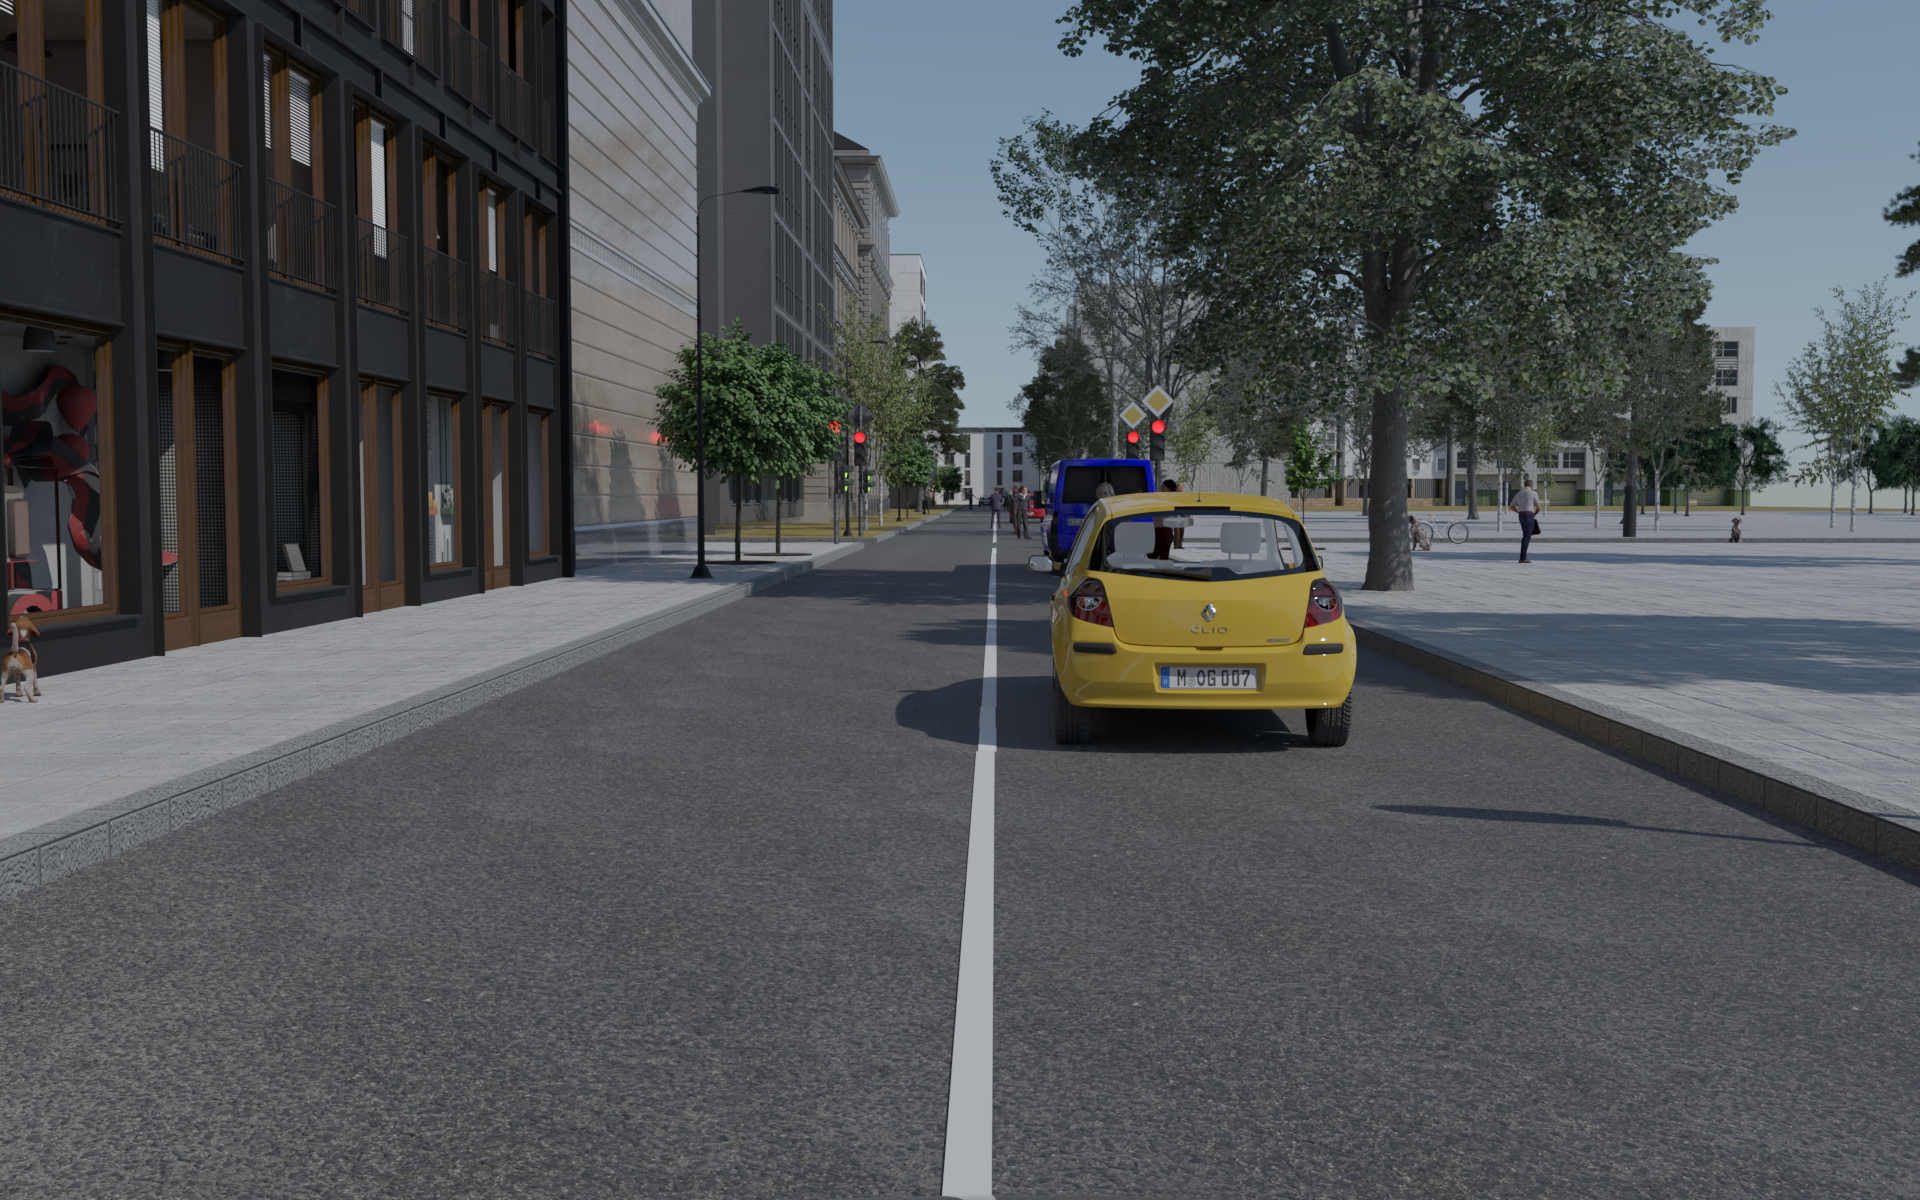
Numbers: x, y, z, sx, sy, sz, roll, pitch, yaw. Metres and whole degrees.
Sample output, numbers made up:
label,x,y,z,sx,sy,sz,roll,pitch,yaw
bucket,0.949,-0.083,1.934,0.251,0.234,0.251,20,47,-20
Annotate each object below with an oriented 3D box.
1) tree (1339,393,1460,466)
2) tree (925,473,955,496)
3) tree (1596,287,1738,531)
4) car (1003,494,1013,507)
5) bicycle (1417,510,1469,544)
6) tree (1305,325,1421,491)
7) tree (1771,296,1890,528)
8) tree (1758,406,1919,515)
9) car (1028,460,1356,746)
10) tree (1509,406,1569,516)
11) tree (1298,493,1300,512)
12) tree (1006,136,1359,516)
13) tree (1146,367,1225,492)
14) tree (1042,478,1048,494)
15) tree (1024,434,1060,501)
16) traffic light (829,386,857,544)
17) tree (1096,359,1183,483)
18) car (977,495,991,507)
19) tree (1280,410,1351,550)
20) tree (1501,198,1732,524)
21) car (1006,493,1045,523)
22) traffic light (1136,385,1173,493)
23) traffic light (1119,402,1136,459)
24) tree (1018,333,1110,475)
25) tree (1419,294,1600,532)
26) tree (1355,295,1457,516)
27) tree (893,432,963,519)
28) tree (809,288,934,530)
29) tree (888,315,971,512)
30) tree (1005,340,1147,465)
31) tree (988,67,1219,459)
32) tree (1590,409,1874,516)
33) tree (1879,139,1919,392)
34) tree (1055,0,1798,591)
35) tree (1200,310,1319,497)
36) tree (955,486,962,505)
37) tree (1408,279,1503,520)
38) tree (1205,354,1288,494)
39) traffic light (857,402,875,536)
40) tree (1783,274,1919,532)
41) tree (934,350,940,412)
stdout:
label,x,y,z,sx,sy,sz,roll,pitch,yaw
tree,31.107,-11.516,122.699,8.767,10.594,7.601,0,4,8
tree,-1.880,-9.264,146.068,1.663,3.219,1.824,0,3,0
tree,24.164,-6.680,59.575,4.360,8.622,3.978,0,3,0
car,5.822,-11.464,199.432,2.014,1.417,4.499,0,4,3
bicycle,12.302,-1.911,44.460,1.543,0.972,0.635,0,4,-2
tree,16.225,-7.115,66.685,4.360,8.622,3.978,0,3,0
tree,32.802,-7.013,65.021,4.360,8.622,3.978,0,3,0
tree,60.847,-9.025,110.460,11.467,7.101,20.602,0,4,5
car,1.445,-0.066,11.308,2.015,1.641,3.980,0,4,3
tree,33.787,-9.178,100.429,4.737,8.622,4.395,0,3,0
tree,24.600,-10.642,124.352,4.360,8.622,3.978,0,3,0
tree,6.774,-9.081,58.848,12.009,13.543,11.850,0,3,0
tree,12.584,-8.844,94.968,4.737,8.622,4.395,0,3,0
tree,9.293,-11.737,186.501,1.663,3.219,1.824,0,3,0
tree,7.972,-12.987,162.694,4.360,8.622,3.978,0,3,0
traffic light,-3.153,-3.370,44.348,0.839,4.213,0.868,0,4,1
tree,9.329,-8.332,86.585,4.360,8.622,3.978,0,3,0
car,2.885,-10.958,191.744,1.945,1.354,3.894,0,4,1
tree,7.815,-2.757,39.679,1.663,3.219,1.824,0,3,0
tree,28.893,-10.164,73.601,7.806,13.903,7.818,0,3,0
car,3.349,-4.706,85.976,2.155,1.783,4.494,0,4,2
traffic light,5.007,-3.361,44.194,0.839,4.213,0.868,0,4,1
traffic light,5.173,-3.849,52.177,0.839,4.213,0.868,0,4,1
tree,8.327,-13.832,133.570,7.806,13.903,7.818,0,3,0
tree,18.451,-6.596,58.213,4.360,8.622,3.978,0,3,0
tree,23.537,-11.620,100.362,12.009,13.543,11.850,0,3,0
tree,-2.702,-6.563,91.011,4.285,4.588,4.351,0,3,0
tree,-3.341,-6.799,61.527,4.737,8.622,4.395,0,3,0
tree,-2.616,-13.181,122.935,7.806,13.903,7.818,0,3,0
tree,7.122,-10.374,104.020,8.767,10.594,7.601,0,4,-8
tree,8.148,-13.479,76.266,12.611,20.169,13.585,0,3,0
tree,44.749,-8.803,106.838,11.467,7.101,20.602,0,4,-2
tree,19.716,-6.591,29.822,6.751,12.117,7.091,0,3,0
tree,5.822,-7.096,22.678,9.857,13.997,8.962,0,3,0
tree,19.976,-12.621,113.772,7.806,13.903,7.818,0,3,0
tree,-0.525,-12.466,198.412,1.663,3.219,1.824,0,3,0
tree,25.684,-10.975,86.868,7.806,13.903,7.818,0,3,0
tree,14.168,-8.340,86.727,4.360,8.622,3.978,0,3,0
traffic light,-2.986,-3.859,52.331,0.839,4.213,0.868,0,4,1
tree,30.328,-6.629,58.752,4.737,8.622,4.395,0,3,0
tree,-2.999,-7.343,70.425,4.737,8.622,4.395,0,3,0
